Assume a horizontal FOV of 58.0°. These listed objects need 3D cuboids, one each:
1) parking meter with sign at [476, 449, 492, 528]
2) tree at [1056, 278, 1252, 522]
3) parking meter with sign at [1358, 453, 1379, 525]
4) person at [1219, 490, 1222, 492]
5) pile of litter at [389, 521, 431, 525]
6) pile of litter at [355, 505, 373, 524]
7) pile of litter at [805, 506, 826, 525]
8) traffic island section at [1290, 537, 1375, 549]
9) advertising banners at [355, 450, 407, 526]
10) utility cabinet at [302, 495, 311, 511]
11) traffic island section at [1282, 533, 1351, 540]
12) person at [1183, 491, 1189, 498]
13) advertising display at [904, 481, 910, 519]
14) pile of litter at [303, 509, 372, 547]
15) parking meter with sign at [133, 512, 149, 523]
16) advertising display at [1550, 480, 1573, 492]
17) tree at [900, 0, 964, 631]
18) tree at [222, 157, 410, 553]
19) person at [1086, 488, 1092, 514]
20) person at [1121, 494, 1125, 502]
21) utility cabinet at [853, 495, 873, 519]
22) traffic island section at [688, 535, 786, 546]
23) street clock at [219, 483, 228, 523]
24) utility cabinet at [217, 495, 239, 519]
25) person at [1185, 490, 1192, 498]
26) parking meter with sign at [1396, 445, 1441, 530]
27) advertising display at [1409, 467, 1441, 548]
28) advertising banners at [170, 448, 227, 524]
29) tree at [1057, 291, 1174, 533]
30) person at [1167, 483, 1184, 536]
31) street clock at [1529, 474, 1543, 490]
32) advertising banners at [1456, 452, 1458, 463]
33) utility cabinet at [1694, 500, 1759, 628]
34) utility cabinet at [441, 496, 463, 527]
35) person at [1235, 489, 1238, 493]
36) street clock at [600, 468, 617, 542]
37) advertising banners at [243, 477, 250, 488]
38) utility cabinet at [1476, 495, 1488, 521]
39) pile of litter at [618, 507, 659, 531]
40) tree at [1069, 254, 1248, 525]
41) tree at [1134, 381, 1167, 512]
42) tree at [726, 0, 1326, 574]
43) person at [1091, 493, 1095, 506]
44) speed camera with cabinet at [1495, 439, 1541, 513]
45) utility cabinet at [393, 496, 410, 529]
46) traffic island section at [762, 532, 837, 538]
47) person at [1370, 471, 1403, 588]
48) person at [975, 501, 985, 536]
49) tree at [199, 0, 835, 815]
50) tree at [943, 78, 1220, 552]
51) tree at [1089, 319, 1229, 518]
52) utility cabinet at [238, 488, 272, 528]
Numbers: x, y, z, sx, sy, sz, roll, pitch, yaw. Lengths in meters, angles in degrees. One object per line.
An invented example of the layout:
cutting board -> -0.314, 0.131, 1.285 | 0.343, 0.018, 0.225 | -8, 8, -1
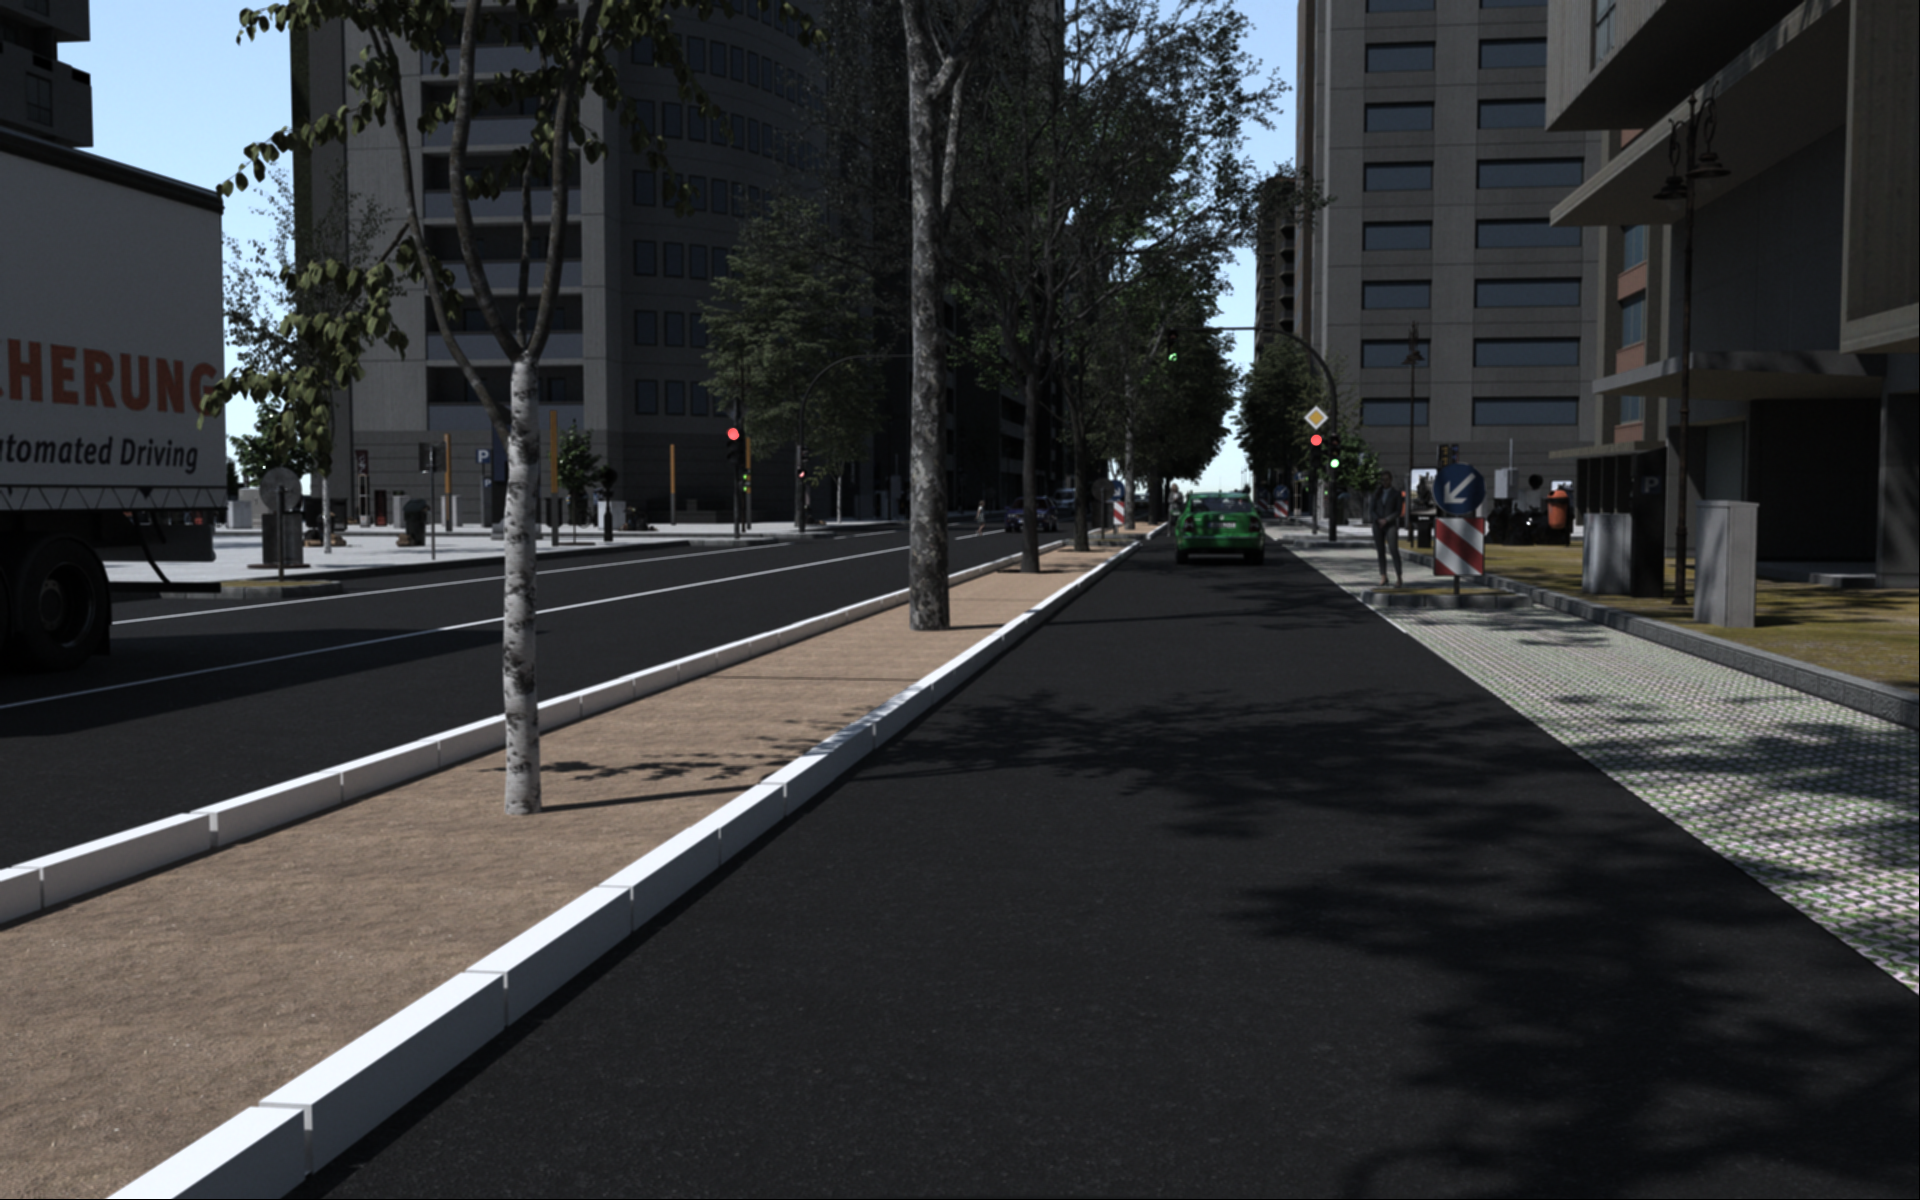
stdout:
parking meter with sign -> -18.228, -4.305, 66.652 | 0.543, 3.016, 1.738 | -1, 4, -22
tree -> 9.805, -10.261, 87.238 | 9.611, 12.733, 9.660 | 0, 3, 0
parking meter with sign -> 17.452, -4.719, 73.412 | 0.543, 3.016, 1.738 | 3, 4, 37
person -> 23.912, -9.204, 159.004 | 0.705, 1.821, 1.348 | 0, 4, -4
pile of litter -> -23.089, -3.579, 72.484 | 1.719, 0.858, 1.176 | 0, 4, -5
pile of litter -> -25.454, -3.606, 72.917 | 1.176, 0.858, 1.719 | 3, 4, 39
pile of litter -> -6.238, -3.594, 72.720 | 1.176, 0.858, 1.719 | -1, 4, -17
traffic island section -> 10.137, -1.515, 47.058 | 2.009, 0.180, 2.903 | 1, 4, 8
advertising banners -> -23.091, -4.458, 69.072 | 2.074, 3.025, 0.090 | -3, 5, -41
utility cabinet -> -34.188, -4.910, 91.446 | 1.020, 1.237, 0.306 | 1, 4, 18
traffic island section -> 11.276, -1.999, 54.962 | 2.009, 0.180, 2.903 | 1, 4, 8
person -> 24.139, -10.660, 183.316 | 1.217, 1.766, 0.721 | 1, 4, 20
advertising display -> -2.581, -5.070, 88.112 | 0.123, 1.923, 0.974 | 2, 4, 24
pile of litter -> -15.573, -1.739, 42.395 | 1.719, 0.858, 1.176 | 1, 4, 15
parking meter with sign -> -35.968, -4.929, 76.845 | 0.543, 3.016, 1.738 | 1, 4, 16
advertising display -> 27.148, -4.461, 78.157 | 0.974, 1.923, 0.123 | 2, 4, 33
tree -> 0.761, -9.677, 16.566 | 12.611, 20.169, 13.585 | 0, 3, 0
tree -> -13.901, -5.306, 37.108 | 4.360, 8.622, 3.978 | 0, 3, 0
person -> 9.231, -7.120, 124.826 | 0.656, 1.842, 0.836 | 2, 4, 26
person -> 9.686, -5.732, 102.028 | 0.655, 1.846, 0.447 | -2, 4, -32
utility cabinet -> -5.082, -4.883, 91.006 | 1.020, 1.237, 0.306 | -1, 4, -19
traffic island section -> -6.384, -1.661, 49.435 | 2.009, 0.180, 2.903 | 1, 4, 8
street clock -> -32.682, -4.410, 76.666 | 0.471, 2.002, 0.358 | -3, 4, -39
utility cabinet -> -37.214, -4.703, 88.056 | 1.020, 1.237, 0.306 | 0, 4, 5
person -> 22.935, -9.990, 171.806 | 1.348, 1.831, 0.705 | 1, 4, 22
parking meter with sign -> 16.197, -4.002, 61.689 | 1.738, 3.016, 0.543 | 1, 4, 12
advertising display -> 10.998, -2.187, 40.968 | 0.123, 1.923, 0.974 | -2, 4, -27
advertising banners -> -28.519, -4.196, 64.798 | 2.074, 3.025, 0.090 | -1, 4, -22
tree -> 5.396, -6.534, 59.655 | 4.360, 8.622, 3.978 | 0, 3, 0
person -> 7.339, -3.073, 58.925 | 0.537, 1.800, 0.526 | 1, 4, 16
street clock -> 21.272, -3.637, 64.028 | 0.358, 2.002, 0.471 | -2, 4, -34
advertising banners -> 20.628, -4.651, 72.229 | 0.090, 3.025, 2.074 | 1, 4, 11
utility cabinet -> 7.560, -0.363, 17.098 | 0.306, 1.237, 1.020 | 0, 4, 7
utility cabinet -> -19.932, -3.472, 67.922 | 1.020, 1.237, 0.306 | 3, 5, 39
person -> 20.392, -7.266, 127.568 | 0.850, 1.792, 0.678 | -1, 4, -10
street clock -> -9.483, -2.574, 46.657 | 0.471, 2.002, 0.358 | 1, 4, 9
advertising banners -> -53.935, -8.356, 132.810 | 2.074, 3.025, 0.090 | -2, 4, -32
utility cabinet -> 25.215, -4.438, 83.729 | 0.306, 1.237, 1.020 | 2, 4, 31
pile of litter -> -11.262, -2.813, 59.961 | 1.719, 0.858, 1.176 | 2, 4, 31
tree -> 8.882, -9.668, 78.653 | 7.486, 12.596, 7.792 | 0, 3, 0
tree -> 10.853, -8.752, 95.906 | 4.737, 8.622, 4.395 | 0, 3, 0
tree -> 1.258, -7.234, 31.099 | 12.009, 13.543, 11.850 | 0, 3, 0
person -> 15.573, -11.921, 203.043 | 1.348, 1.869, 0.705 | 1, 4, 10
speed camera with cabinet -> 20.121, -4.167, 62.462 | 2.038, 3.252, 0.660 | -3, 4, -38
utility cabinet -> -20.904, -3.286, 64.893 | 0.306, 1.237, 1.020 | 0, 4, 2
traffic island section -> -5.245, -2.144, 57.339 | 2.009, 0.180, 2.903 | 1, 4, 8
person -> 6.525, -1.086, 26.528 | 0.520, 1.790, 0.573 | 1, 4, 17
person -> 0.674, -2.776, 58.906 | 0.382, 1.210, 0.505 | 0, 4, -4
tree -> -1.961, -3.358, 7.730 | 4.737, 8.622, 4.395 | 0, 3, 0
tree -> 2.910, -6.995, 42.589 | 9.928, 11.665, 9.643 | 0, 3, 0
tree -> 13.096, -12.465, 112.921 | 9.857, 13.997, 8.962 | 0, 3, 0
utility cabinet -> -26.570, -3.464, 65.310 | 1.173, 1.500, 0.318 | 0, 4, 7
